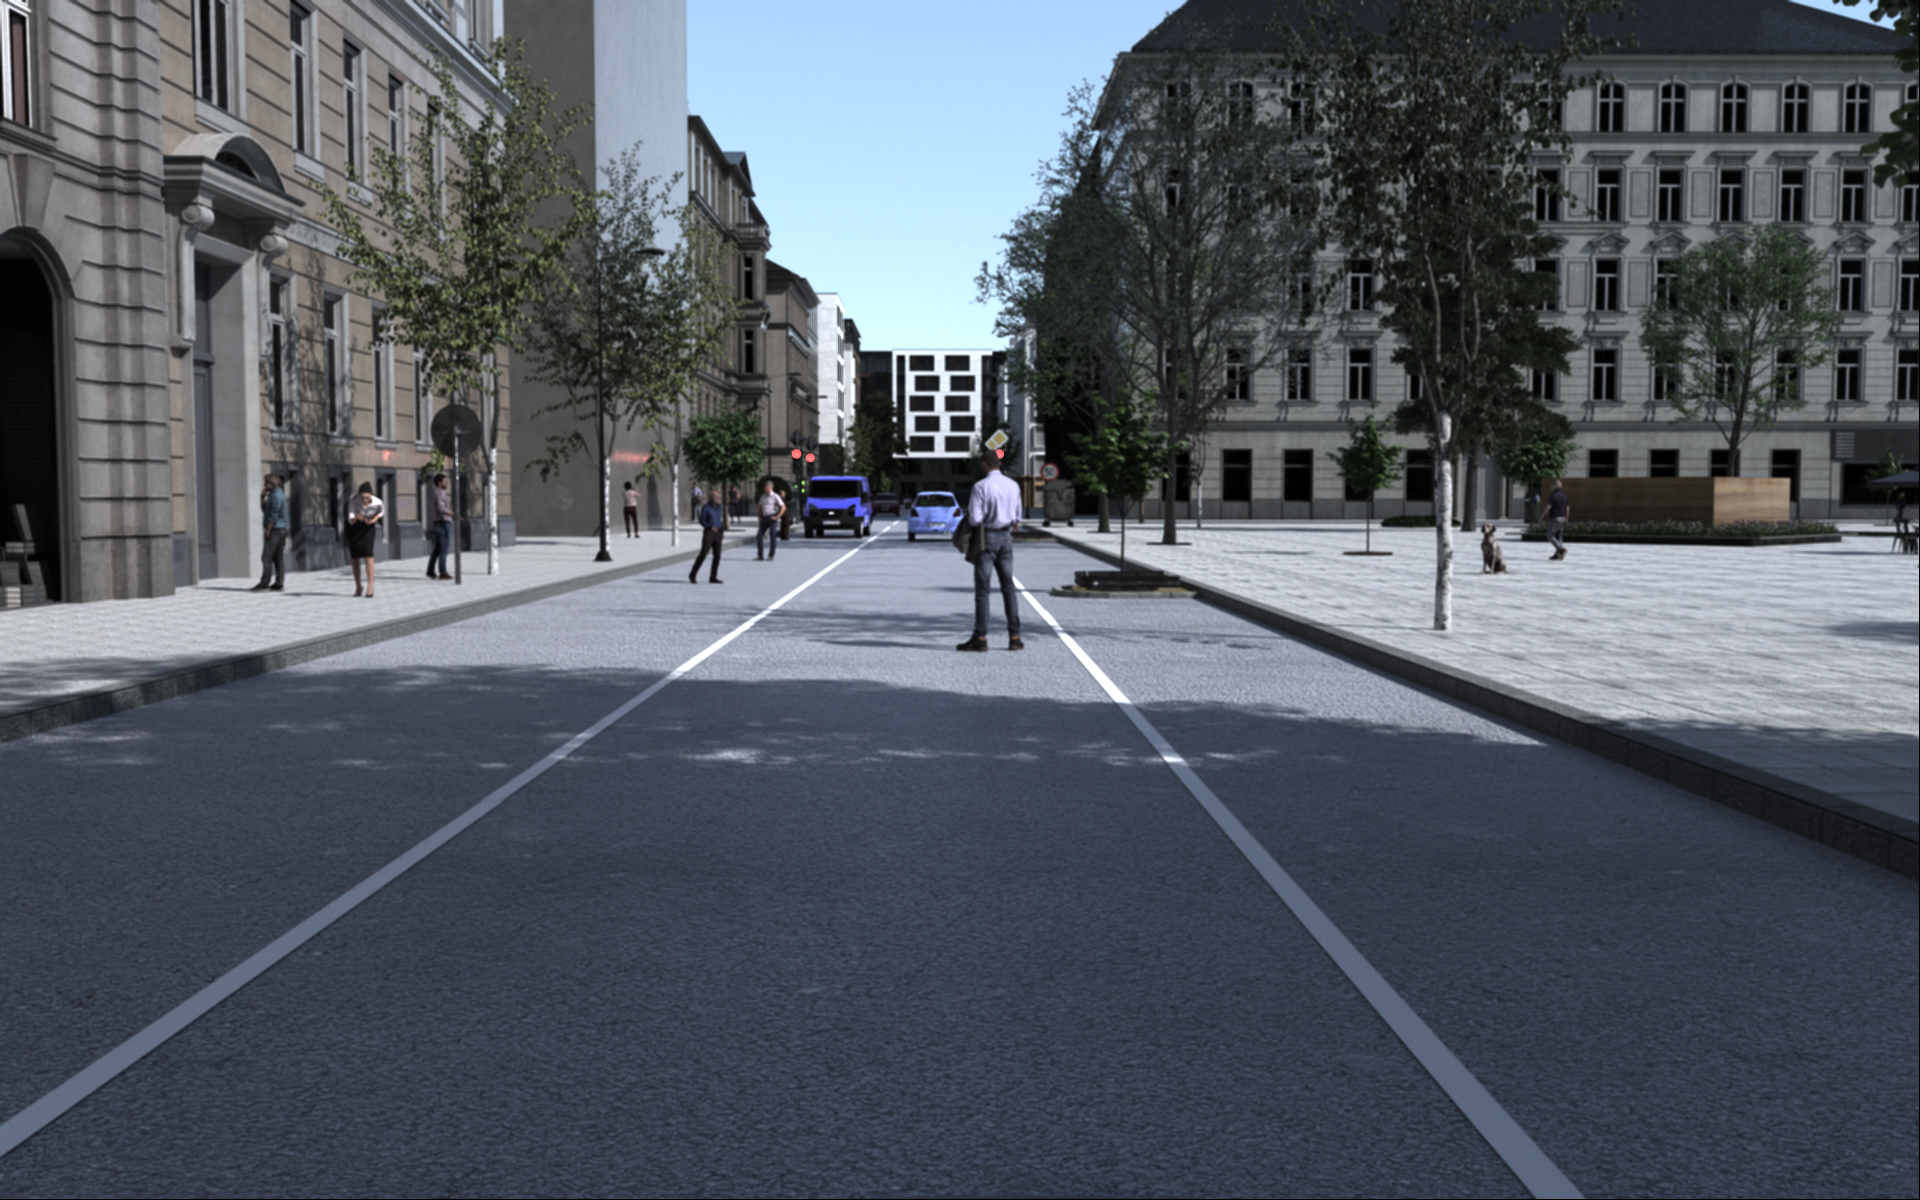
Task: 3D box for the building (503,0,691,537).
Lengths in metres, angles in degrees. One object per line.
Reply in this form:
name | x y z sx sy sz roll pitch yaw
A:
building | -27.893 -15.654 60.457 34.151 26.468 19.350 0 4 -1

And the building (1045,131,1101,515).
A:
building | 12.262 -17.401 114.184 12.332 23.373 15.834 0 4 -1

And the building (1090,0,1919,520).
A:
building | 29.621 -19.324 92.357 44.131 29.872 17.030 0 4 -1

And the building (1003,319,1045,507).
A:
building | 13.102 -20.077 184.681 16.016 20.091 11.380 0 4 -1

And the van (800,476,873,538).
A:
van | -4.048 -3.266 57.791 2.240 2.365 5.245 0 4 1

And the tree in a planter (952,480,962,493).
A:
tree in a planter | -0.080 -13.076 211.020 1.991 3.239 1.994 0 4 -1

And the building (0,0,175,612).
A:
building | -15.656 -10.268 9.675 13.314 21.916 24.055 0 4 -1

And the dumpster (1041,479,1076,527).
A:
dumpster | 3.854 -3.776 67.488 1.264 1.857 1.865 0 4 -1

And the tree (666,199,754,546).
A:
tree | -7.279 -5.640 42.573 4.737 8.622 4.395 0 3 0

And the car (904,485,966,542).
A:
car | -0.767 -2.682 53.436 1.945 1.707 3.694 0 4 -1

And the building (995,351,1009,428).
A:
building | 20.764 -25.323 258.004 32.646 21.610 27.936 0 4 -1

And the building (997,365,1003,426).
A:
building | 12.917 -22.524 224.681 16.016 20.091 11.380 0 4 -1

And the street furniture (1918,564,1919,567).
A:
street furniture | 30.585 -1.330 26.773 27.439 1.986 14.083 -1 4 -9

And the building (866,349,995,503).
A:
building | -11.881 -25.304 257.697 32.646 21.610 27.936 0 4 -1

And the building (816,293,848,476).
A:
building | -26.375 -20.162 173.624 27.936 21.610 32.646 0 4 -1

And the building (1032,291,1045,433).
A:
building | 13.131 -19.598 139.517 14.460 24.649 34.723 0 4 -1

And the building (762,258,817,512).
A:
building | -16.521 -16.139 128.506 10.561 19.102 19.286 0 4 -1

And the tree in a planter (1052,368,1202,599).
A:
tree in a planter | 2.325 -1.677 24.640 1.991 3.239 1.994 0 4 -1

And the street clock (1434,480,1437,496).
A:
street clock | 22.527 -4.699 81.405 0.471 2.002 0.358 1 4 19

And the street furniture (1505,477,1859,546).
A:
street furniture | 19.049 -2.383 45.812 9.812 1.723 11.010 -3 5 -44

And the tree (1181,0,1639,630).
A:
tree | 4.345 -4.017 16.034 4.360 8.622 3.978 0 3 0

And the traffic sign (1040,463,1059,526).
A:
traffic sign | 3.621 -4.278 70.053 0.768 2.556 0.104 0 4 1

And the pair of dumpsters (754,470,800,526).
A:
pair of dumpsters | -7.369 -4.104 69.592 1.574 2.255 4.436 0 4 -1

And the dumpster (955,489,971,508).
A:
dumpster | 0.464 -8.547 147.957 1.865 1.857 1.264 0 4 -2

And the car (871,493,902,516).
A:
car | -4.860 -6.374 113.250 2.155 1.783 4.494 0 4 -2

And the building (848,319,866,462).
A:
building | -29.001 -22.722 215.471 32.646 21.610 27.936 0 4 -1

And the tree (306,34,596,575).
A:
tree | -7.698 -4.712 27.408 4.737 8.622 4.395 0 3 0

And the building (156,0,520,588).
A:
building | -17.083 -15.063 32.189 13.634 28.700 20.117 0 4 -1

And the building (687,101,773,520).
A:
building | -18.374 -17.264 101.356 14.460 24.649 34.723 0 4 -1

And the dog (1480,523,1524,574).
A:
dog | 8.707 -0.826 27.884 0.800 0.831 0.513 0 4 -4

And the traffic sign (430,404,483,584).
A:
traffic sign | -7.133 -1.494 24.535 0.768 2.556 0.104 0 4 7

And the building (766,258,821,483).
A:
building | -17.286 -18.259 147.682 9.793 20.994 18.267 0 4 -1

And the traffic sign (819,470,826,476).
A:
traffic sign | -7.368 -5.687 92.985 0.884 2.594 0.081 0 4 8

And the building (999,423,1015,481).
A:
building | 9.392 -16.078 205.019 9.099 9.664 28.070 0 4 -1

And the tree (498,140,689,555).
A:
tree | -7.557 -5.264 36.433 4.360 8.622 3.978 0 3 0

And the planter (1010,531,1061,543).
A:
planter | 1.975 -1.867 51.670 1.991 0.319 1.994 0 4 -1

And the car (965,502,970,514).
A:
car | 1.282 -5.431 101.378 1.945 1.354 3.894 0 4 -1

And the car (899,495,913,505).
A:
car | -7.079 -13.175 227.995 1.945 1.354 3.894 0 4 1

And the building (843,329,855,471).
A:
building | -19.804 -20.753 195.729 16.016 20.091 11.380 0 4 -1

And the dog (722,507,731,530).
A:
dog | -8.509 -2.921 62.145 0.513 0.831 0.800 2 4 35

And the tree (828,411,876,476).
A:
tree | -9.331 -12.441 153.777 4.737 8.622 4.395 0 3 0

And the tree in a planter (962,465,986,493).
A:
tree in a planter | 1.263 -6.697 106.725 1.991 3.239 1.994 0 4 -1

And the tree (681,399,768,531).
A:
tree | -8.168 -4.681 60.256 4.285 4.588 4.351 0 3 0
